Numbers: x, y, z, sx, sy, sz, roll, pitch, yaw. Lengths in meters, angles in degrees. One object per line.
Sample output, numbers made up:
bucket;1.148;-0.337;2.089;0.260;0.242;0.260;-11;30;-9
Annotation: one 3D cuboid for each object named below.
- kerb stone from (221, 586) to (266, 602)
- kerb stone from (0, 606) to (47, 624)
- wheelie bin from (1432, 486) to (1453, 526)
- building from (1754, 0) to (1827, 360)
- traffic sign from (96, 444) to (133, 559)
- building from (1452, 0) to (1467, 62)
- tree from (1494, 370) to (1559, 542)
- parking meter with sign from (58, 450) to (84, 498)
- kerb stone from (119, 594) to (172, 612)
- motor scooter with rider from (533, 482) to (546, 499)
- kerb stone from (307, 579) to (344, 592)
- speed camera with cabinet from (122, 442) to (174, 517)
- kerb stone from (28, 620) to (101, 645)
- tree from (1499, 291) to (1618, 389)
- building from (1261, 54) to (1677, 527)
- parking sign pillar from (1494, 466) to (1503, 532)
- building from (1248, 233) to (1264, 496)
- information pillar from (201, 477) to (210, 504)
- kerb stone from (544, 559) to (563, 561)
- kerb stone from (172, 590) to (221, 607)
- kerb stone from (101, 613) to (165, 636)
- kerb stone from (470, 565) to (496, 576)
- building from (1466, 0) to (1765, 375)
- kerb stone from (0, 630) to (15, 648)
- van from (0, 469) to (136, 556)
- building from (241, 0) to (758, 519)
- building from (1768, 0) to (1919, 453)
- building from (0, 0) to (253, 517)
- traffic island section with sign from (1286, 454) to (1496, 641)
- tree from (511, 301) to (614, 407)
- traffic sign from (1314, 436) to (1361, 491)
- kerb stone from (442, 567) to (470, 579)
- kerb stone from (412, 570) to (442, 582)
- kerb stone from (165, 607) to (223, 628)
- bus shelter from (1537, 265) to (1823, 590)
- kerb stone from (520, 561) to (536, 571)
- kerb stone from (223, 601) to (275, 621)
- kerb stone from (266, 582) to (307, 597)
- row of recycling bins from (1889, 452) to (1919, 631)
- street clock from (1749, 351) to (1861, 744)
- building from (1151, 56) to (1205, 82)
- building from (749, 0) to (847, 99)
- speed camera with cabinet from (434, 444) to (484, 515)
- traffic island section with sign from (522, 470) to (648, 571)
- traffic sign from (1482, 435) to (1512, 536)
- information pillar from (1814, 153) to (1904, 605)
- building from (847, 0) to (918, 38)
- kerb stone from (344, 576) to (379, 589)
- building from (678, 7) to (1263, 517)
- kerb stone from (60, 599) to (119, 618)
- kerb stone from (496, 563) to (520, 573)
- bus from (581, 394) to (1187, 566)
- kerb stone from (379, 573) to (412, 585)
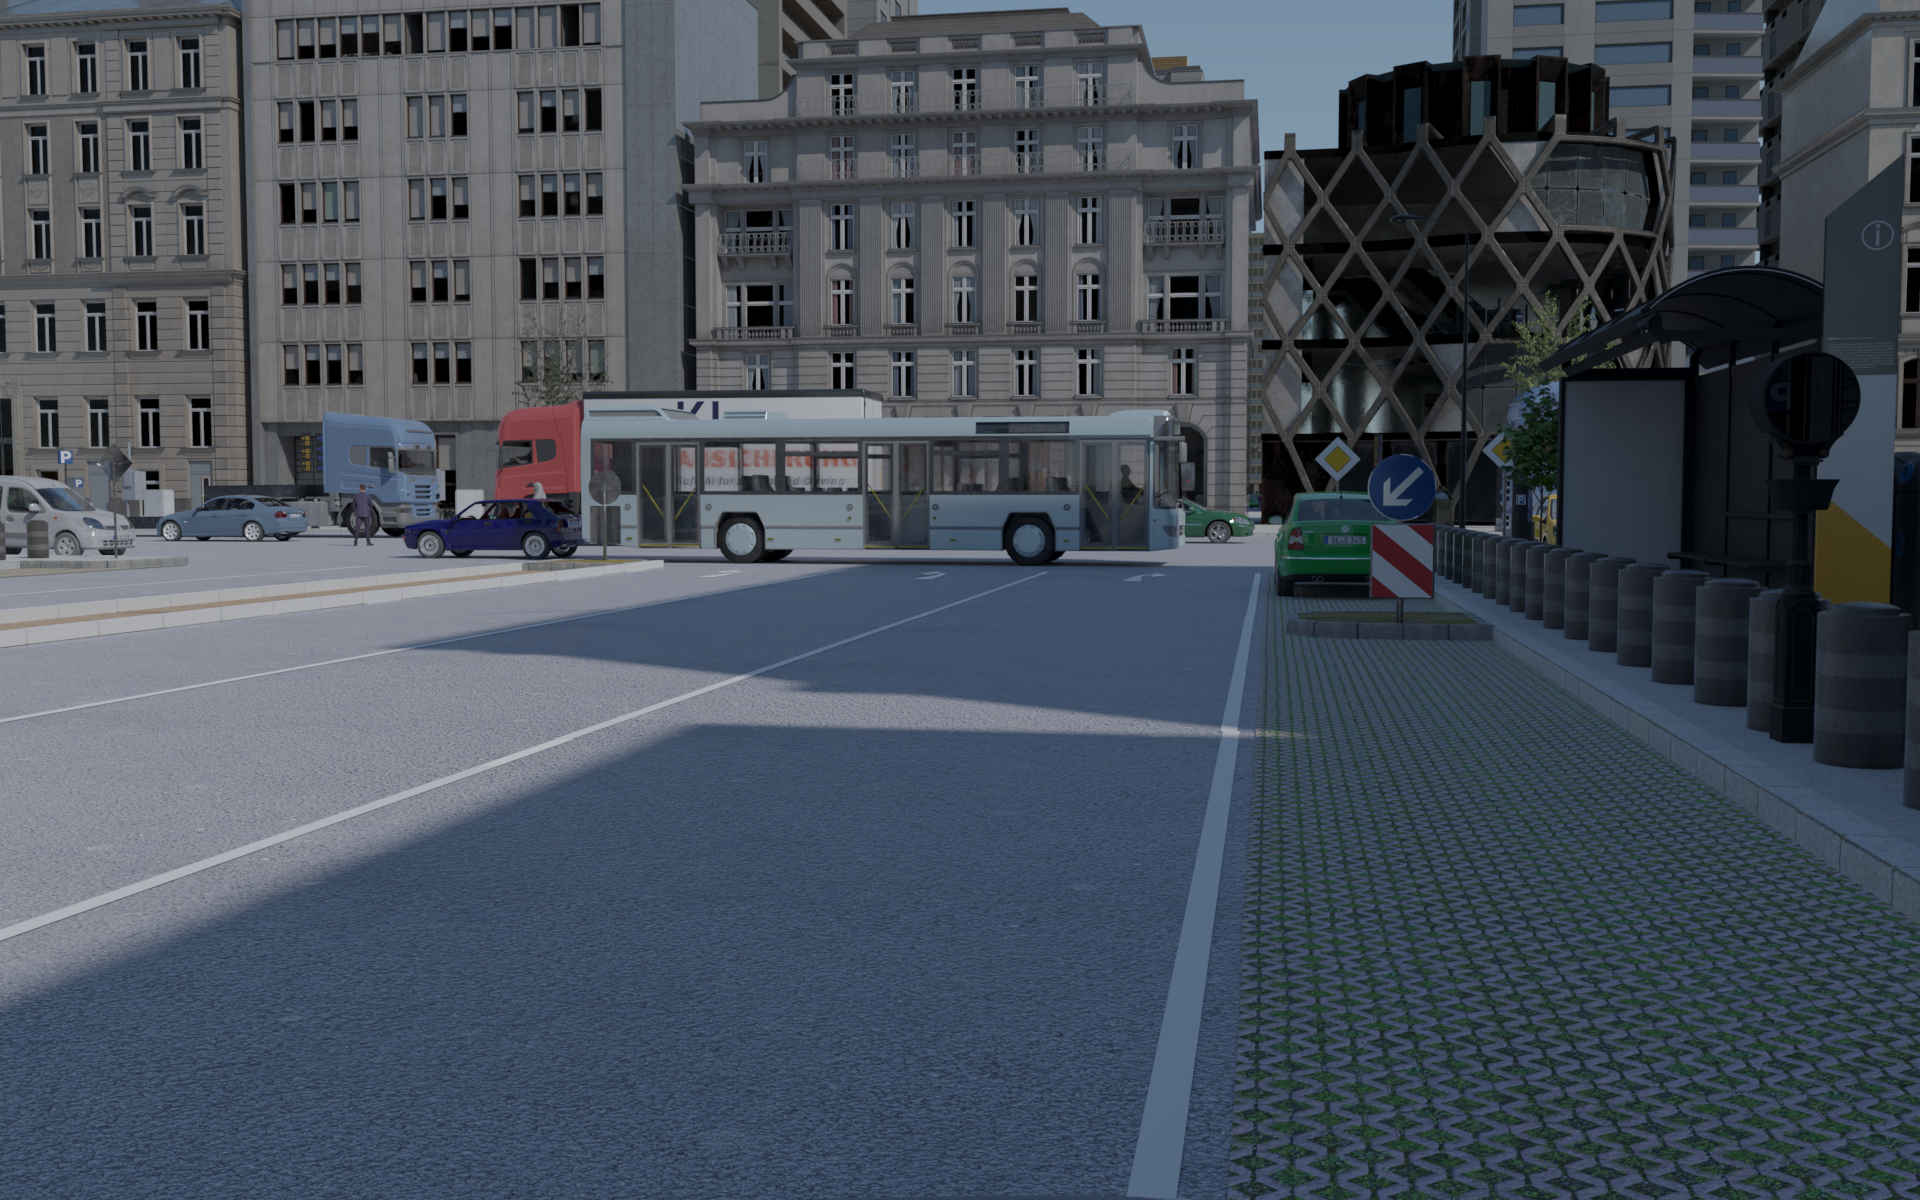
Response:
kerb stone;-9.776;-0.077;23.455;0.120;0.150;1.000;1;4;10
kerb stone;-10.506;0.171;19.403;0.120;0.150;1.000;1;4;10
wheelie bin;18.471;-3.576;66.371;0.693;1.594;0.980;0;4;-4
building;84.087;-34.432;152.195;27.495;52.752;28.713;1;4;10
traffic sign;-16.793;-1.882;34.412;0.795;2.450;0.064;1;4;10
building;54.767;-44.169;160.410;20.563;71.187;20.611;1;4;10
tree;8.956;-1.935;26.232;1.663;3.219;1.824;0;3;0
parking meter with sign;-35.028;-4.420;68.535;1.738;3.016;0.543;3;5;41
kerb stone;-10.146;0.047;21.432;0.120;0.150;1.000;1;4;10
motor scooter with rider;-11.181;-2.206;45.039;1.986;1.779;0.876;1;4;11
kerb stone;-9.413;-0.201;25.478;0.120;0.150;1.000;1;4;10
speed camera with cabinet;-31.017;-4.392;66.148;2.038;3.252;0.660;1;4;20
kerb stone;-8.820;0.321;16.947;0.120;0.150;1.000;1;4;10
tree;21.993;-6.924;63.566;4.737;8.622;4.395;0;3;0
building;21.738;-12.724;75.491;16.811;18.784;16.820;1;4;10
parking sign pillar;19.007;-4.316;59.039;1.447;3.967;1.447;3;4;38
building;46.132;-33.540;240.256;23.993;40.220;32.217;1;4;10
information pillar;-32.535;-4.296;74.725;0.304;2.012;0.304;-2;4;-33
kerb stone;-7.954;-0.696;33.573;0.120;0.150;1.000;1;4;10
kerb stone;-9.963;-0.015;22.442;0.120;0.150;1.000;1;4;10
kerb stone;-8.641;0.259;17.960;0.120;0.150;1.000;1;4;10
kerb stone;-8.510;-0.509;30.534;0.120;0.150;1.000;1;4;10
building;50.743;-36.377;136.762;21.231;58.520;28.212;1;4;10
kerb stone;-9.005;0.385;15.938;0.120;0.150;1.000;1;4;10
van;-20.418;-1.918;38.366;4.112;2.044;2.013;1;4;11
building;-20.674;-16.069;80.748;19.932;24.808;12.078;1;4;10
building;52.408;-15.266;68.680;34.723;24.649;14.460;1;4;10
building;-42.968;-17.532;83.917;25.104;27.353;12.463;1;4;10
traffic island section with sign;4.394;-0.566;17.882;1.989;1.847;2.006;1;4;10
tree;-15.483;-7.142;67.131;4.360;8.622;3.978;0;3;0
traffic sign;6.573;-1.624;30.197;0.795;2.450;0.064;1;4;10
kerb stone;-8.689;-0.448;29.524;0.120;0.150;1.000;1;4;10
kerb stone;-8.862;-0.386;28.512;0.120;0.150;1.000;1;4;10
kerb stone;-8.452;0.199;18.969;0.120;0.150;1.000;1;4;10
bus shelter;7.466;-1.478;18.092;2.014;3.302;5.546;1;4;10
kerb stone;-8.146;-0.634;32.556;0.120;0.150;1.000;1;4;10
kerb stone;-8.269;0.135;19.983;0.120;0.150;1.000;1;4;10
kerb stone;-9.595;-0.137;24.465;0.120;0.150;1.000;1;4;10
row of recycling bins;8.952;-0.518;15.584;1.069;1.692;3.534;1;4;13
street clock;4.334;-0.267;8.938;0.471;2.002;0.358;0;4;7
building;19.395;-42.599;238.499;28.212;58.520;21.231;1;4;10
building;-22.005;-31.633;140.907;21.300;48.544;21.600;1;4;10
speed camera with cabinet;-18.589;-4.243;63.704;2.038;3.252;0.660;-1;4;-12
traffic island section with sign;-6.987;-1.518;32.952;2.006;1.907;1.989;1;4;10
traffic sign;9.433;-1.762;29.990;0.795;2.450;0.064;1;4;18
information pillar;6.282;-1.269;12.098;0.504;3.616;0.183;1;4;19
building;-15.886;-44.947;173.132;20.611;71.187;20.563;1;4;10
kerb stone;-9.240;-0.259;26.496;0.120;0.150;1.000;1;4;10
building;1.188;-14.390;77.081;24.055;21.916;13.314;1;4;10
kerb stone;-10.329;0.109;20.415;0.120;0.150;1.000;1;4;10
kerb stone;-8.325;-0.572;31.543;0.120;0.150;1.000;1;4;10
bus;-1.161;-2.517;36.021;13.247;3.499;2.948;1;4;11
kerb stone;-9.051;-0.325;27.504;0.120;0.150;1.000;1;4;10
